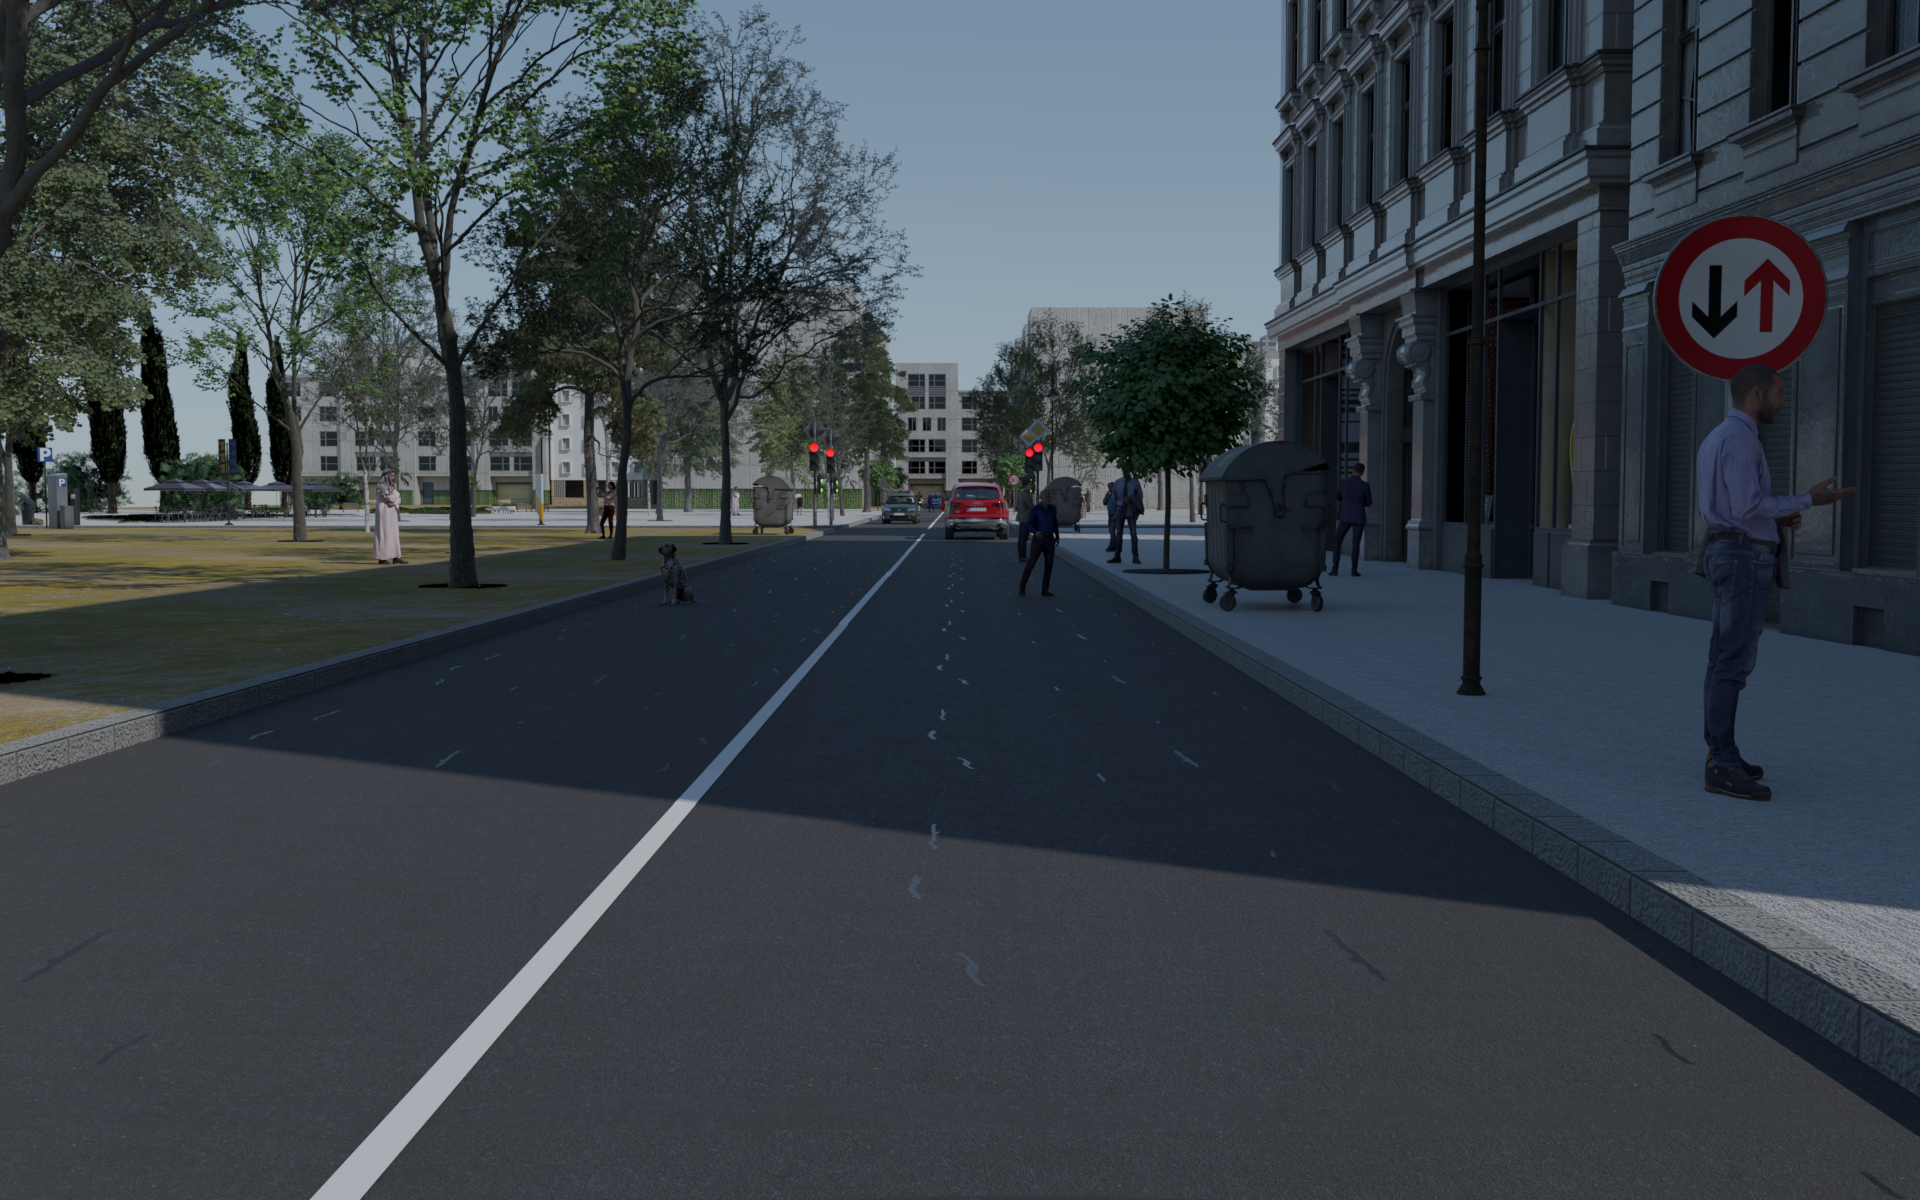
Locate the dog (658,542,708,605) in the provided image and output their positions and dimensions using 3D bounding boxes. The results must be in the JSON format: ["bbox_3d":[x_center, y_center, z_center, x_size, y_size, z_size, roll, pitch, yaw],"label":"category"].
[{"bbox_3d":[-3.574,-0.352,22.597,0.800,0.831,0.513,-1,4,-20],"label":"dog"}]

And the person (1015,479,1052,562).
[{"bbox_3d":[1.558,-1.700,36.826,0.750,1.759,0.617,0,4,-3],"label":"person"}]

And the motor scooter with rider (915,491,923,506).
[{"bbox_3d":[-4.179,-10.110,174.264,0.876,1.779,1.986,0,4,-2],"label":"motor scooter with rider"}]

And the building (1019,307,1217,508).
[{"bbox_3d":[15.081,-18.728,172.664,16.747,18.905,31.486,0,3,0],"label":"building"}]

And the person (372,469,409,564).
[{"bbox_3d":[-10.402,-1.520,31.556,0.621,1.740,0.551,-1,4,-11],"label":"person"}]

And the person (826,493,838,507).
[{"bbox_3d":[-8.737,-6.690,118.615,0.799,1.438,0.628,-2,4,-24],"label":"person"}]

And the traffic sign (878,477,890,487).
[{"bbox_3d":[-5.562,-7.751,126.739,0.884,2.594,0.081,0,4,3],"label":"traffic sign"}]

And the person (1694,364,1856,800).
[{"bbox_3d":[3.505,-0.097,7.491,0.599,1.838,0.709,1,4,13],"label":"person"}]

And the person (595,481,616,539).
[{"bbox_3d":[-10.080,-2.557,49.315,0.566,1.644,0.517,0,4,-7],"label":"person"}]

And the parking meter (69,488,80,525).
[{"bbox_3d":[-36.296,-3.829,71.013,0.372,1.533,0.369,0,3,0],"label":"parking meter"}]

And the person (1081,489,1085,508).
[{"bbox_3d":[10.685,-8.817,151.142,0.436,1.711,0.756,-2,4,-32],"label":"person"}]

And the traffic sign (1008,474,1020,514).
[{"bbox_3d":[3.416,-6.680,109.322,0.768,2.556,0.104,0,4,6],"label":"traffic sign"}]

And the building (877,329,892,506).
[{"bbox_3d":[-16.651,-20.054,194.340,16.747,18.905,31.486,0,3,0],"label":"building"}]

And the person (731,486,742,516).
[{"bbox_3d":[-13.264,-5.857,102.482,0.621,1.740,0.551,0,4,2],"label":"person"}]

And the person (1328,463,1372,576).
[{"bbox_3d":[6.112,-1.261,27.108,0.683,1.767,0.568,1,4,19],"label":"person"}]

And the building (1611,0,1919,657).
[{"bbox_3d":[12.246,-9.872,10.560,9.793,20.994,18.267,0,3,0],"label":"building"}]

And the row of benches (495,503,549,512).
[{"bbox_3d":[-31.308,-6.644,124.096,4.104,0.672,1.422,-3,5,-42],"label":"row of benches"}]

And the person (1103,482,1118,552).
[{"bbox_3d":[3.395,-1.845,38.420,0.429,1.552,0.499,0,4,-4],"label":"person"}]

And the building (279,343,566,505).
[{"bbox_3d":[-64.380,-21.118,211.738,31.486,18.905,16.747,0,3,0],"label":"building"}]

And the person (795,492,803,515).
[{"bbox_3d":[-9.821,-5.897,105.641,0.799,1.438,0.628,3,5,40],"label":"person"}]

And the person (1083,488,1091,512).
[{"bbox_3d":[8.890,-6.999,121.169,0.600,1.739,0.565,0,4,-7],"label":"person"}]

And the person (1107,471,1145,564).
[{"bbox_3d":[3.030,-1.585,31.820,0.709,1.838,0.599,1,4,17],"label":"person"}]

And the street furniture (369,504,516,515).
[{"bbox_3d":[-33.049,-5.833,111.003,10.072,0.657,5.734,3,4,39],"label":"street furniture"}]

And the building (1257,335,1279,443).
[{"bbox_3d":[41.316,-21.727,211.661,11.380,20.091,16.016,0,3,0],"label":"building"}]

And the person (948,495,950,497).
[{"bbox_3d":[-0.623,-8.737,152.061,1.217,1.735,0.721,-2,4,-24],"label":"person"}]

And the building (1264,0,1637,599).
[{"bbox_3d":[12.052,-11.580,40.250,10.553,20.767,40.483,0,3,0],"label":"building"}]

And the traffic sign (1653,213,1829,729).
[{"bbox_3d":[3.555,-0.481,7.979,0.768,2.556,0.104,0,4,5],"label":"traffic sign"}]

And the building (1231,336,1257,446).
[{"bbox_3d":[29.005,-21.800,212.857,11.380,20.091,16.016,0,3,0],"label":"building"}]

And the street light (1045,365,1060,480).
[{"bbox_3d":[3.327,-5.482,62.413,0.468,5.910,1.993,0,3,0],"label":"street light"}]

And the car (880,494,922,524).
[{"bbox_3d":[-2.841,-4.543,84.071,2.009,1.686,4.222,0,4,2],"label":"car"}]

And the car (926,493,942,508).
[{"bbox_3d":[-2.439,-10.090,174.567,1.945,1.707,3.694,0,4,1],"label":"car"}]

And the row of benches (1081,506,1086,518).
[{"bbox_3d":[6.071,-4.637,91.282,1.422,0.672,4.104,1,4,11],"label":"row of benches"}]

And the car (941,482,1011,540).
[{"bbox_3d":[0.519,-2.903,56.134,2.281,1.827,5.304,0,4,0],"label":"car"}]

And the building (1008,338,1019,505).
[{"bbox_3d":[14.785,-20.650,204.091,16.747,18.905,31.486,0,3,0],"label":"building"}]

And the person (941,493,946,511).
[{"bbox_3d":[-1.335,-8.055,142.674,0.523,1.526,0.387,-2,4,-28],"label":"person"}]

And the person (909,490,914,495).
[{"bbox_3d":[-3.569,-7.142,125.934,0.621,1.740,0.551,-1,4,-15],"label":"person"}]

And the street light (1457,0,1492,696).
[{"bbox_3d":[3.274,-2.332,10.915,0.468,5.910,1.993,0,3,0],"label":"street light"}]

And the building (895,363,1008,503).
[{"bbox_3d":[7.060,-22.950,241.696,31.486,18.905,16.747,0,3,0],"label":"building"}]

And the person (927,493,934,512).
[{"bbox_3d":[-2.398,-7.867,139.826,0.574,1.496,0.600,-1,4,-16],"label":"person"}]

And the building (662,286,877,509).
[{"bbox_3d":[-17.167,-18.122,162.754,16.747,18.905,31.486,0,3,0],"label":"building"}]

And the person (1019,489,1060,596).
[{"bbox_3d":[1.122,-0.801,24.289,0.574,1.496,0.600,0,4,0],"label":"person"}]

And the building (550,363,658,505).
[{"bbox_3d":[-42.948,-21.769,212.337,11.380,20.091,16.016,0,3,0],"label":"building"}]

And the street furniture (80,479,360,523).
[{"bbox_3d":[-40.562,-5.162,89.432,14.083,1.986,27.439,0,4,-3],"label":"street furniture"}]

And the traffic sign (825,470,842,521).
[{"bbox_3d":[-6.107,-5.112,83.580,0.884,2.594,0.081,1,4,9],"label":"traffic sign"}]
